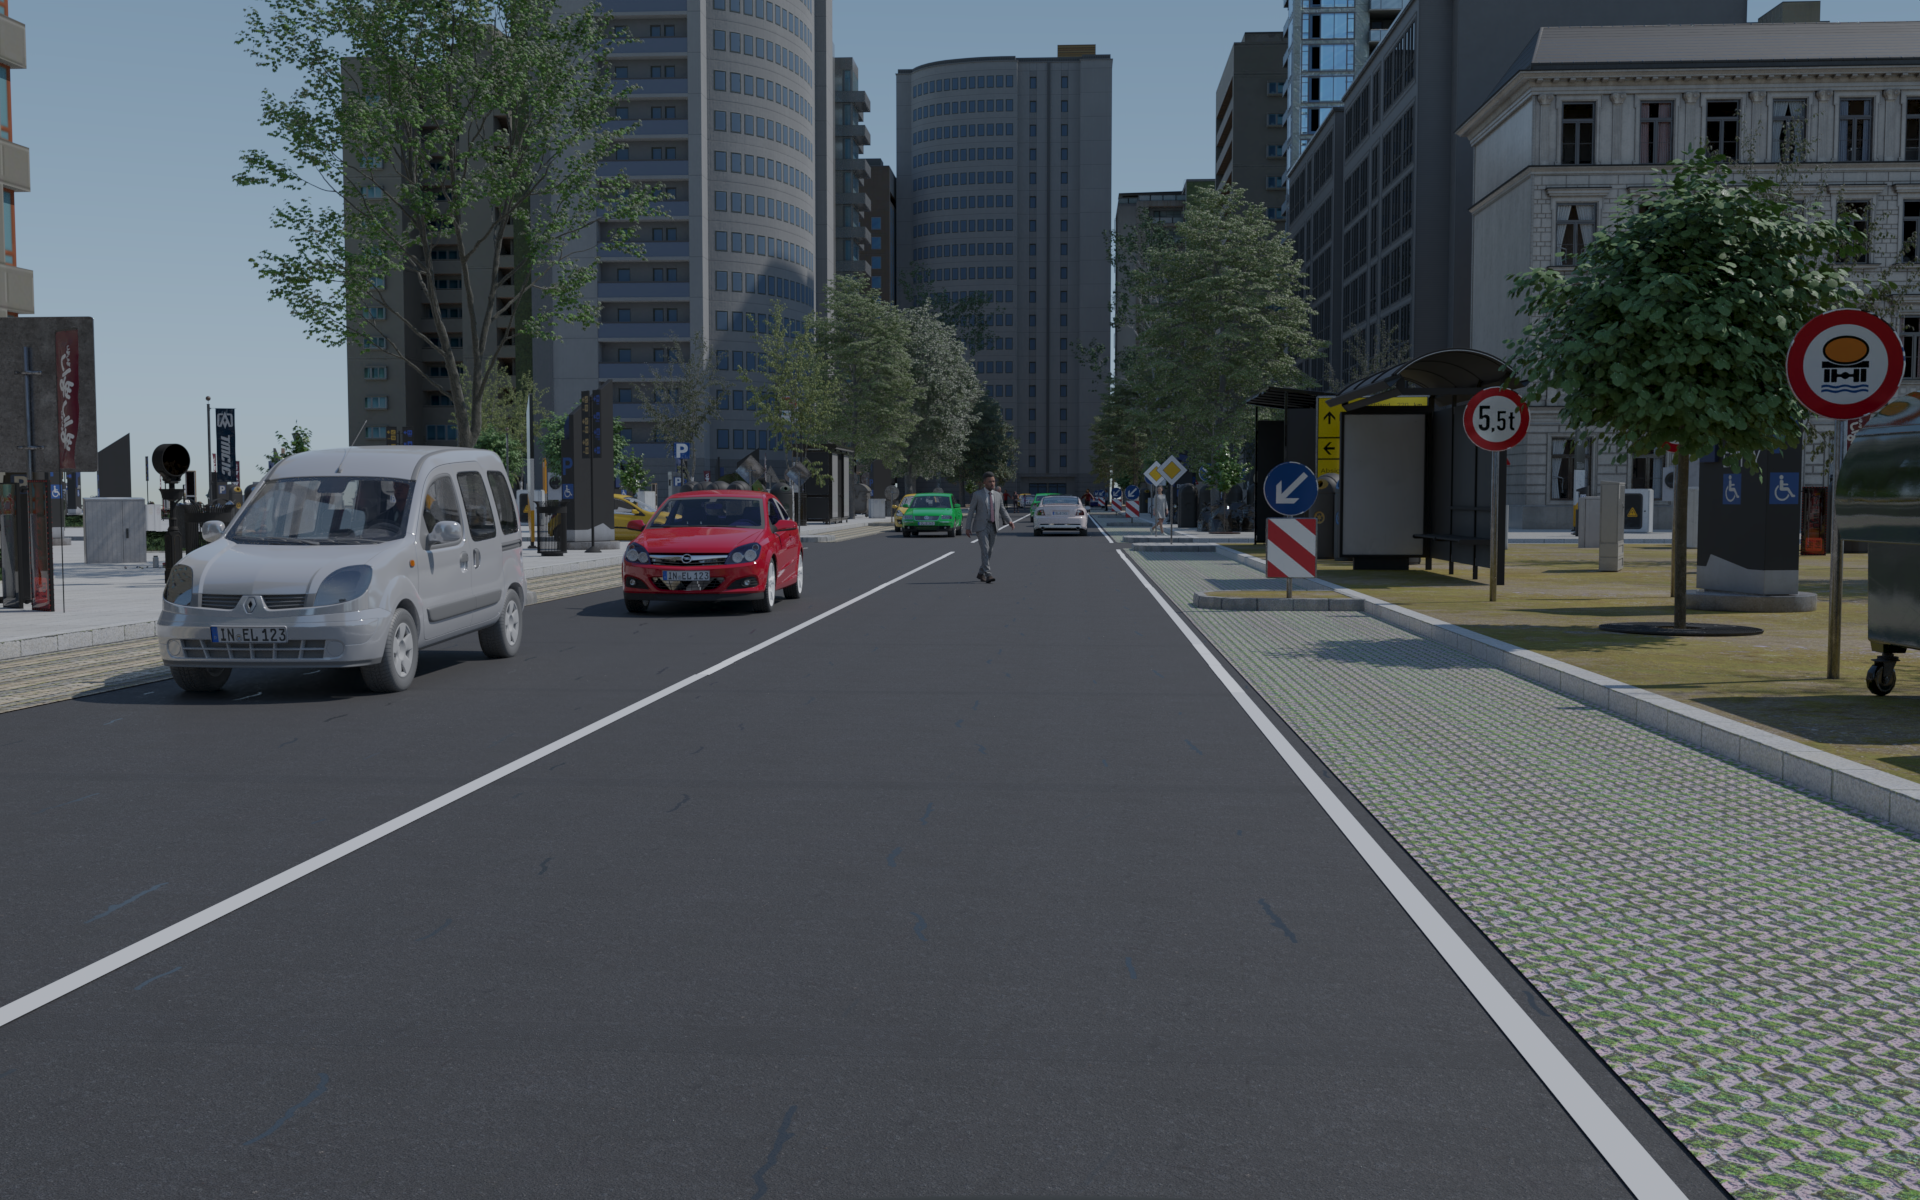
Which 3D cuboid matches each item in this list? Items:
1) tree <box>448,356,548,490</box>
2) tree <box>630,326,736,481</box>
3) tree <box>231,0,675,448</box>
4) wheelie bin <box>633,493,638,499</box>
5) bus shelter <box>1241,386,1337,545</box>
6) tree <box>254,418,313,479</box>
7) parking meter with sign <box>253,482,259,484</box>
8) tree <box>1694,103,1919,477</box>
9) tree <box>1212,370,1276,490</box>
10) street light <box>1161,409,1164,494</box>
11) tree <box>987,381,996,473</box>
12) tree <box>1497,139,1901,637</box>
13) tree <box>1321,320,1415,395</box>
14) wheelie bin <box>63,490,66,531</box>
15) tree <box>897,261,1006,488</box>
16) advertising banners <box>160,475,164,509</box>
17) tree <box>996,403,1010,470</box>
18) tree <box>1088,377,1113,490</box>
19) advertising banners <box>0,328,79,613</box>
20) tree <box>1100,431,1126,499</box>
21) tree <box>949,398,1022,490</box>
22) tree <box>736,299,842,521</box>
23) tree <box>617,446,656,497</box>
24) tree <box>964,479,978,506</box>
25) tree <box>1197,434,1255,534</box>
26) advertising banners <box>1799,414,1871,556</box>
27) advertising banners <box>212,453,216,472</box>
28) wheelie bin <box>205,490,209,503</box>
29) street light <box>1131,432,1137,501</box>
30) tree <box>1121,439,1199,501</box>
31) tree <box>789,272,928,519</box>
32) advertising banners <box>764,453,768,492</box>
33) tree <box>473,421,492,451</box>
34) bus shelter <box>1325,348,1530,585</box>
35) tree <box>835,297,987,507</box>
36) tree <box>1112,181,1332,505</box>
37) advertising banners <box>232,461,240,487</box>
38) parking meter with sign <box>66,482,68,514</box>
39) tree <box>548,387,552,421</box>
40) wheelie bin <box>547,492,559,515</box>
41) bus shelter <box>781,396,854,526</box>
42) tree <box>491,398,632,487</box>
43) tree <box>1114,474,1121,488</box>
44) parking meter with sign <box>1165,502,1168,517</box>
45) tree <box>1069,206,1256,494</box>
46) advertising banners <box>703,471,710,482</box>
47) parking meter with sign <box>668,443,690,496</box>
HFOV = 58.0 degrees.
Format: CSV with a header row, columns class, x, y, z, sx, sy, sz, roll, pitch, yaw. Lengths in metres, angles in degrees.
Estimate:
class,x,y,z,sx,sy,sz,roll,pitch,yaw
tree,-25.531,-8.721,92.948,4.737,8.622,4.395,0,3,0
tree,-11.929,-7.646,75.378,4.360,8.622,3.978,0,3,0
tree,-8.938,-6.451,31.233,9.928,11.665,9.643,0,3,0
wheelie bin,-19.228,-5.703,101.155,0.693,1.594,0.980,2,4,33
bus shelter,7.763,-3.027,40.769,1.731,3.624,6.357,0,4,4
tree,-16.918,-3.049,44.449,1.663,3.219,1.824,0,3,0
parking meter with sign,-43.492,-6.804,107.512,1.738,3.016,0.543,0,4,-5
tree,15.750,-5.051,32.951,4.360,8.622,3.978,0,3,0
tree,16.559,-9.140,99.795,4.360,8.622,3.978,0,3,0
street light,10.228,-7.030,87.724,0.468,5.910,1.993,0,4,4
tree,-3.488,-13.271,123.635,9.857,13.997,8.962,0,3,0
tree,6.833,-1.980,16.082,4.285,4.588,4.351,0,3,0
tree,17.184,-7.467,72.454,4.360,8.622,3.978,0,3,0
wheelie bin,-31.620,-3.218,60.520,0.693,1.594,0.980,-3,4,-37
tree,-3.154,-17.601,143.670,12.611,20.169,13.585,0,3,0
advertising banners,-54.823,-7.522,119.168,0.090,3.025,2.074,-1,4,-11
tree,0.285,-15.898,166.581,9.857,13.997,8.962,0,3,0
tree,14.074,-13.312,135.773,7.486,12.596,7.792,0,3,0
advertising banners,-10.081,-1.391,18.932,2.074,3.025,0.090,3,4,39
tree,17.958,-14.917,194.254,4.360,8.622,3.978,0,3,0
tree,2.463,-17.336,200.446,9.611,12.733,9.660,0,3,0
tree,-6.321,-7.010,64.968,4.737,8.622,4.395,0,3,0
tree,-13.203,-4.641,70.484,1.663,3.219,1.824,0,3,0
tree,1.241,-11.917,189.440,1.663,3.219,1.824,0,3,0
tree,8.395,-3.739,55.727,1.663,3.219,1.824,0,3,0
advertising banners,17.800,-2.442,36.110,2.074,3.025,0.090,2,4,30
advertising banners,-32.062,-4.824,75.056,0.090,3.025,2.074,0,4,-7
wheelie bin,-42.953,-5.618,99.765,0.980,1.594,0.693,0,4,-2
street light,12.702,-9.397,126.428,0.468,5.910,1.993,0,4,4
tree,12.090,-7.076,99.405,4.285,4.588,4.351,0,3,0
tree,-5.262,-10.459,89.139,7.486,12.596,7.792,0,3,0
advertising banners,-8.085,-4.659,72.361,0.090,3.025,2.074,-1,4,-8
tree,-21.034,-5.770,78.060,4.285,4.588,4.351,0,3,0
bus shelter,7.047,-2.008,26.755,2.014,3.302,5.546,0,4,4
tree,-3.437,-12.531,111.542,9.857,13.997,8.962,0,3,0
tree,9.799,-8.886,63.414,7.486,12.596,7.792,0,3,0
advertising banners,-37.220,-5.792,90.892,2.074,3.025,0.090,-1,4,-11
parking meter with sign,-59.194,-7.210,114.145,1.738,3.016,0.543,2,4,26
tree,-26.082,-9.263,101.817,4.737,8.622,4.395,0,3,0
wheelie bin,-24.665,-5.931,104.880,0.980,1.594,0.693,2,4,28
bus shelter,-6.094,-5.856,73.379,2.179,5.291,8.768,0,4,4
tree,-12.891,-4.635,59.490,4.285,4.588,4.351,0,3,0
tree,16.761,-11.445,170.836,4.285,4.588,4.351,0,3,0
parking meter with sign,12.162,-6.124,96.392,1.738,3.016,0.543,0,4,-6
tree,13.504,-15.694,112.482,12.611,20.169,13.585,0,3,0
advertising banners,-18.074,-8.128,129.075,2.074,3.025,0.090,0,4,-6
parking meter with sign,-9.730,-3.868,59.511,0.543,3.016,1.738,-1,4,-21
